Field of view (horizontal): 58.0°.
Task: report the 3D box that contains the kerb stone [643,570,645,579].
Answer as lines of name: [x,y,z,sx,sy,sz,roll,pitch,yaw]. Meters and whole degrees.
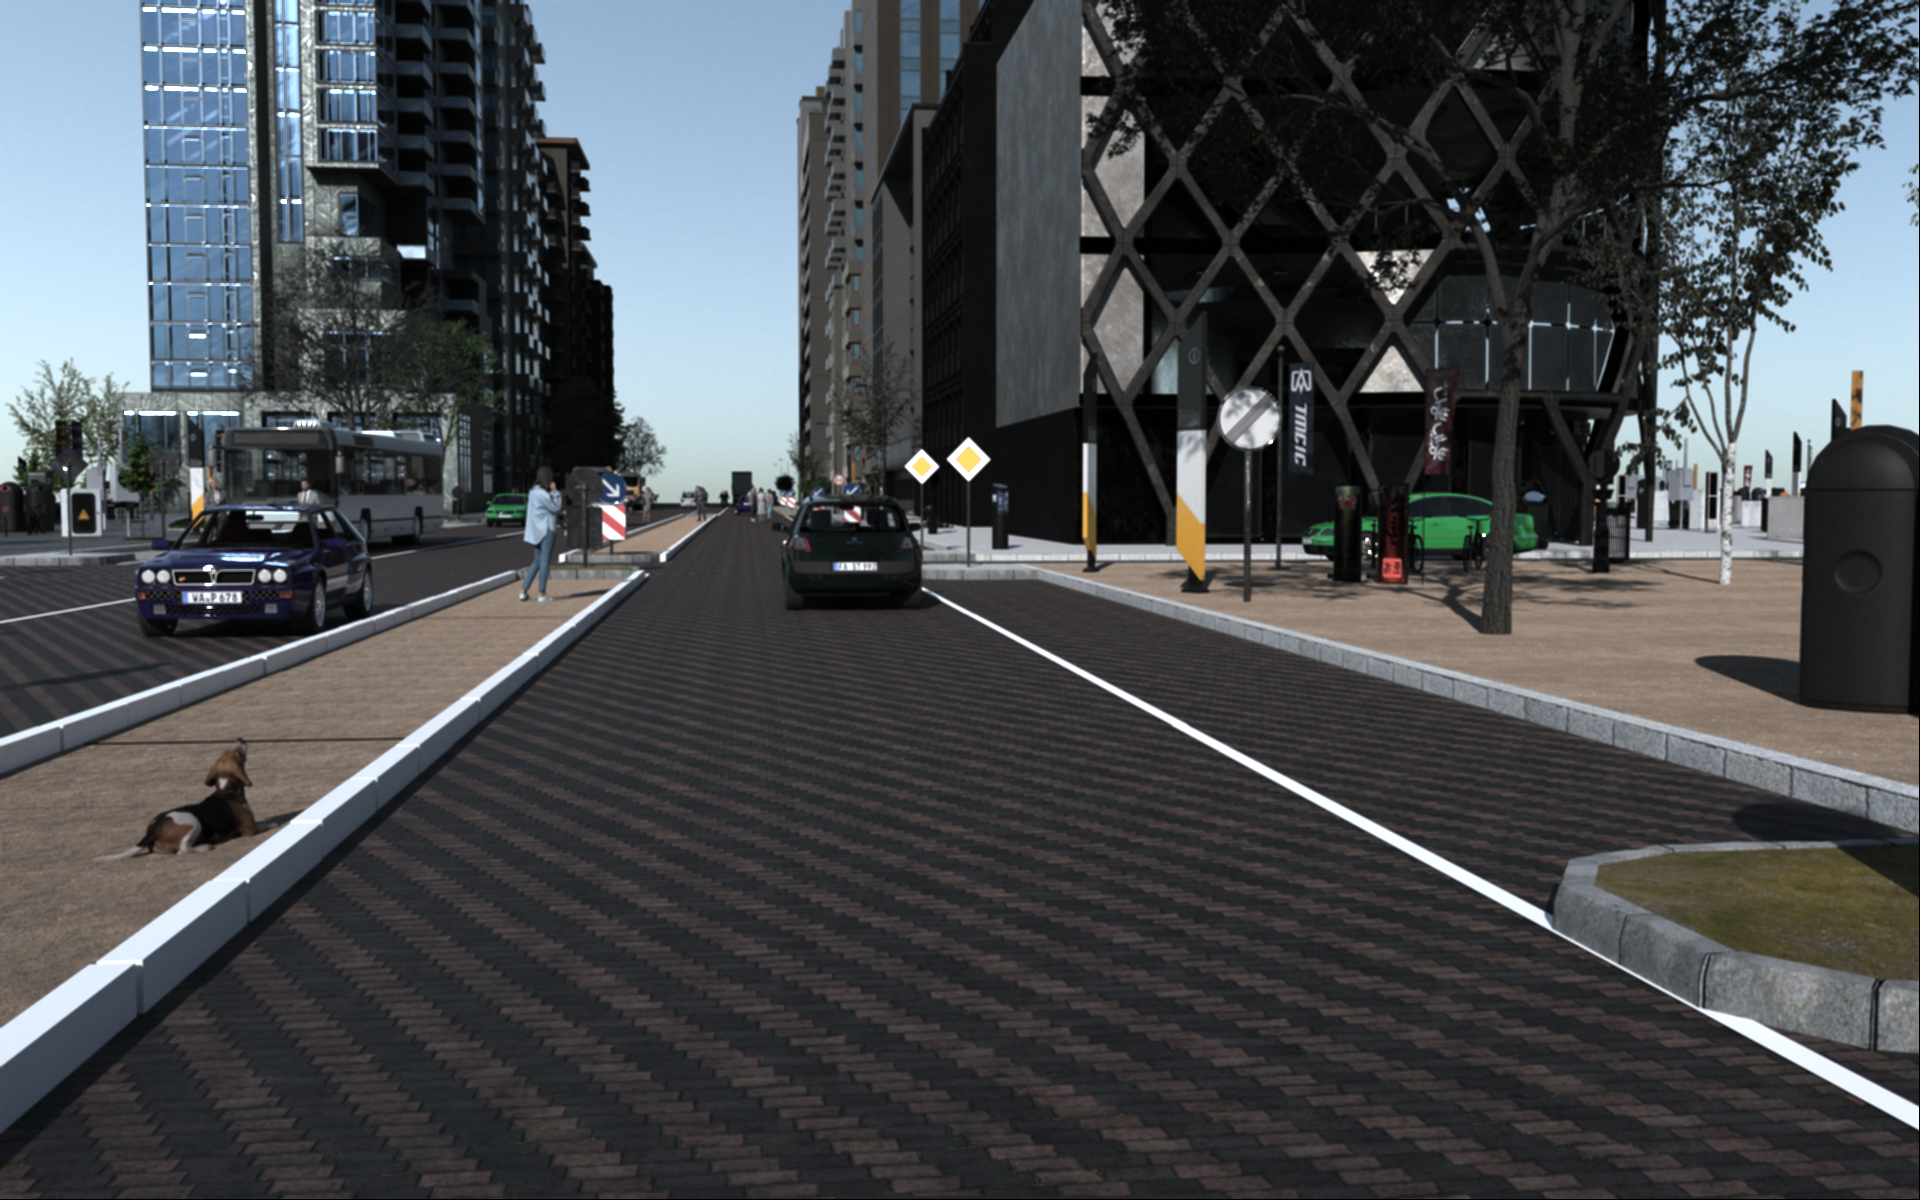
kerb stone: [-5.309,-0.397,28.682,0.120,0.150,1.000,0,4,-7]

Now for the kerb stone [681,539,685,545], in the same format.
kerb stone: [-7.526,-1.484,46.487,0.120,0.150,1.000,0,4,-7]

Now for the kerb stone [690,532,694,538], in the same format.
kerb stone: [-8.547,-1.980,54.625,0.120,0.150,1.000,0,4,-7]

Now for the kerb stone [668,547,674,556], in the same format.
kerb stone: [-6.637,-1.048,39.367,0.120,0.150,1.000,0,4,-7]

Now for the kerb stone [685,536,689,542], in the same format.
kerb stone: [-7.908,-1.672,49.538,0.120,0.150,1.000,0,4,-7]

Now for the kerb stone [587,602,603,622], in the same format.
kerb stone: [-4.156,0.163,19.536,0.120,0.150,1.000,0,4,-7]

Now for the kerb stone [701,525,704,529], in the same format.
kerb stone: [-10.065,-2.730,66.827,0.120,0.150,1.000,0,4,-7]

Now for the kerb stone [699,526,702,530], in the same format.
kerb stone: [-9.683,-2.543,63.781,0.120,0.150,1.000,0,4,-7]

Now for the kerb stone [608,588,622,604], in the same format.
kerb stone: [-4.541,-0.024,22.582,0.120,0.150,1.000,0,4,-7]

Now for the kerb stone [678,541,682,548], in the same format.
kerb stone: [-7.269,-1.361,44.459,0.120,0.150,1.000,0,4,-7]

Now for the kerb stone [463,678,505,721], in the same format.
kerb stone: [-3.140,0.661,11.386,0.120,0.150,1.000,0,4,-7]

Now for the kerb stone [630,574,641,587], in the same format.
kerb stone: [-5.044,-0.268,26.655,0.120,0.150,1.000,0,4,-7]

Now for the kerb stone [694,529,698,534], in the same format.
kerb stone: [-9.049,-2.229,58.695,0.120,0.150,1.000,0,4,-7]

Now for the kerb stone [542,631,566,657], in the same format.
kerb stone: [-3.649,0.412,15.454,0.120,0.150,1.000,0,4,-7]

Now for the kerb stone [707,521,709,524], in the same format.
kerb stone: [-11.208,-3.288,75.986,0.120,0.150,1.000,0,4,-7]

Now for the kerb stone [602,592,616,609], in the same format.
kerb stone: [-4.409,0.039,21.564,0.120,0.150,1.000,0,4,-7]

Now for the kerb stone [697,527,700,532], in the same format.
kerb stone: [-9.440,-2.419,61.746,0.120,0.150,1.000,0,4,-7]

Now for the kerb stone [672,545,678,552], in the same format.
kerb stone: [-6.894,-1.172,41.408,0.120,0.150,1.000,0,4,-7]

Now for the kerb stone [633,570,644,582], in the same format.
kerb stone: [-5.175,-0.335,27.669,0.120,0.150,1.000,0,4,-7]

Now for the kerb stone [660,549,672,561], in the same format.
kerb stone: [-6.505,-0.988,38.350,0.120,0.150,1.000,0,4,-7]

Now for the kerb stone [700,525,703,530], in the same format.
kerb stone: [-9.941,-2.666,65.813,0.120,0.150,1.000,0,4,-7]

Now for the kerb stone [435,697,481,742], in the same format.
kerb stone: [-3.018,0.728,10.365,0.120,0.150,1.000,0,4,-7]

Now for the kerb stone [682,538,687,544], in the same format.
kerb stone: [-7.646,-1.548,47.502,0.120,0.150,1.000,0,4,-7]

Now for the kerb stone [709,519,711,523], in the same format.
kerb stone: [-11.849,-3.602,81.094,0.120,0.150,1.000,0,4,-7]

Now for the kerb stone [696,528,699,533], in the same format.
kerb stone: [-9.173,-2.294,59.709,0.120,0.150,1.000,0,4,-7]

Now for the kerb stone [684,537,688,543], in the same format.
kerb stone: [-7.781,-1.607,48.515,0.120,0.150,1.000,0,4,-7]

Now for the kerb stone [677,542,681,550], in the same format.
kerb stone: [-7.145,-1.300,43.445,0.120,0.150,1.000,0,4,-7]

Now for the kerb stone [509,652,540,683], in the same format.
kerb stone: [-3.399,0.545,13.422,0.120,0.150,1.000,0,4,-7]

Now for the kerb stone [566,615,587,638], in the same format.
kerb stone: [-3.901,0.287,17.497,0.120,0.150,1.000,0,4,-7]

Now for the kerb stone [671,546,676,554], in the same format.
kerb stone: [-6.761,-1.110,40.388,0.120,0.150,1.000,0,4,-7]

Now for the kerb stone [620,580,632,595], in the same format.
kerb stone: [-4.792,-0.148,24.619,0.120,0.150,1.000,0,4,-7]

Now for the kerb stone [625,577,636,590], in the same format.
kerb stone: [-4.919,-0.210,25.634,0.120,0.150,1.000,0,4,-7]

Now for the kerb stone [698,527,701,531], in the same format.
kerb stone: [-9.559,-2.481,62.765,0.120,0.150,1.000,0,4,-7]

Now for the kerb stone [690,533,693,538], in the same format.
kerb stone: [-8.414,-1.921,53.611,0.120,0.150,1.000,0,4,-7]

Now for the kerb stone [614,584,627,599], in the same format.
kerb stone: [-4.662,-0.086,23.598,0.120,0.150,1.000,0,4,-7]

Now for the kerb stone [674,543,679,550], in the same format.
kerb stone: [-7.029,-1.233,42.427,0.120,0.150,1.000,0,4,-7]

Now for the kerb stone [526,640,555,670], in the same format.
kerb stone: [-3.517,0.475,14.437,0.120,0.150,1.000,0,4,-7]

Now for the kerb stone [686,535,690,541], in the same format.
kerb stone: [-8.038,-1.735,50.556,0.120,0.150,1.000,0,4,-7]

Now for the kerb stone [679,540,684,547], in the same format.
kerb stone: [-7.394,-1.418,45.474,0.120,0.150,1.000,0,4,-7]

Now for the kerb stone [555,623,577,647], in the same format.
kerb stone: [-3.780,0.354,16.471,0.120,0.150,1.000,0,4,-7]

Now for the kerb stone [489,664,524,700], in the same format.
kerb stone: [-3.269,0.601,12.400,0.120,0.150,1.000,0,4,-7]

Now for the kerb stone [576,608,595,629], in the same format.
kerb stone: [-4.035,0.226,18.521,0.120,0.150,1.000,0,4,-7]

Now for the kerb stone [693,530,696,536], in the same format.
kerb stone: [-8.792,-2.108,56.655,0.120,0.150,1.000,0,4,-7]

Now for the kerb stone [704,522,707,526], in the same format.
kerb stone: [-10.700,-3.041,71.919,0.120,0.150,1.000,0,4,-7]

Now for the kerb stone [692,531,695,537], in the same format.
kerb stone: [-8.665,-2.046,55.641,0.120,0.150,1.000,0,4,-7]

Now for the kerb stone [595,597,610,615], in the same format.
kerb stone: [-4.284,0.102,20.550,0.120,0.150,1.000,0,4,-7]

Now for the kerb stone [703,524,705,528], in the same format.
kerb stone: [-10.326,-2.852,68.866,0.120,0.150,1.000,0,4,-7]

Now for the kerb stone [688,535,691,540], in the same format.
kerb stone: [-8.162,-1.788,51.571,0.120,0.150,1.000,0,4,-7]

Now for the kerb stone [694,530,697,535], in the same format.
kerb stone: [-8.919,-2.170,57.672,0.120,0.150,1.000,0,4,-7]

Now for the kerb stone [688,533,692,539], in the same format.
kerb stone: [-8.293,-1.859,52.584,0.120,0.150,1.000,0,4,-7]

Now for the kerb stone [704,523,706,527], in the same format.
kerb stone: [-10.578,-2.979,70.899,0.120,0.150,1.000,0,4,-7]

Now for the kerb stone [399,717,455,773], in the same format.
kerb stone: [-2.885,0.786,9.347,0.120,0.150,1.000,0,4,-7]
